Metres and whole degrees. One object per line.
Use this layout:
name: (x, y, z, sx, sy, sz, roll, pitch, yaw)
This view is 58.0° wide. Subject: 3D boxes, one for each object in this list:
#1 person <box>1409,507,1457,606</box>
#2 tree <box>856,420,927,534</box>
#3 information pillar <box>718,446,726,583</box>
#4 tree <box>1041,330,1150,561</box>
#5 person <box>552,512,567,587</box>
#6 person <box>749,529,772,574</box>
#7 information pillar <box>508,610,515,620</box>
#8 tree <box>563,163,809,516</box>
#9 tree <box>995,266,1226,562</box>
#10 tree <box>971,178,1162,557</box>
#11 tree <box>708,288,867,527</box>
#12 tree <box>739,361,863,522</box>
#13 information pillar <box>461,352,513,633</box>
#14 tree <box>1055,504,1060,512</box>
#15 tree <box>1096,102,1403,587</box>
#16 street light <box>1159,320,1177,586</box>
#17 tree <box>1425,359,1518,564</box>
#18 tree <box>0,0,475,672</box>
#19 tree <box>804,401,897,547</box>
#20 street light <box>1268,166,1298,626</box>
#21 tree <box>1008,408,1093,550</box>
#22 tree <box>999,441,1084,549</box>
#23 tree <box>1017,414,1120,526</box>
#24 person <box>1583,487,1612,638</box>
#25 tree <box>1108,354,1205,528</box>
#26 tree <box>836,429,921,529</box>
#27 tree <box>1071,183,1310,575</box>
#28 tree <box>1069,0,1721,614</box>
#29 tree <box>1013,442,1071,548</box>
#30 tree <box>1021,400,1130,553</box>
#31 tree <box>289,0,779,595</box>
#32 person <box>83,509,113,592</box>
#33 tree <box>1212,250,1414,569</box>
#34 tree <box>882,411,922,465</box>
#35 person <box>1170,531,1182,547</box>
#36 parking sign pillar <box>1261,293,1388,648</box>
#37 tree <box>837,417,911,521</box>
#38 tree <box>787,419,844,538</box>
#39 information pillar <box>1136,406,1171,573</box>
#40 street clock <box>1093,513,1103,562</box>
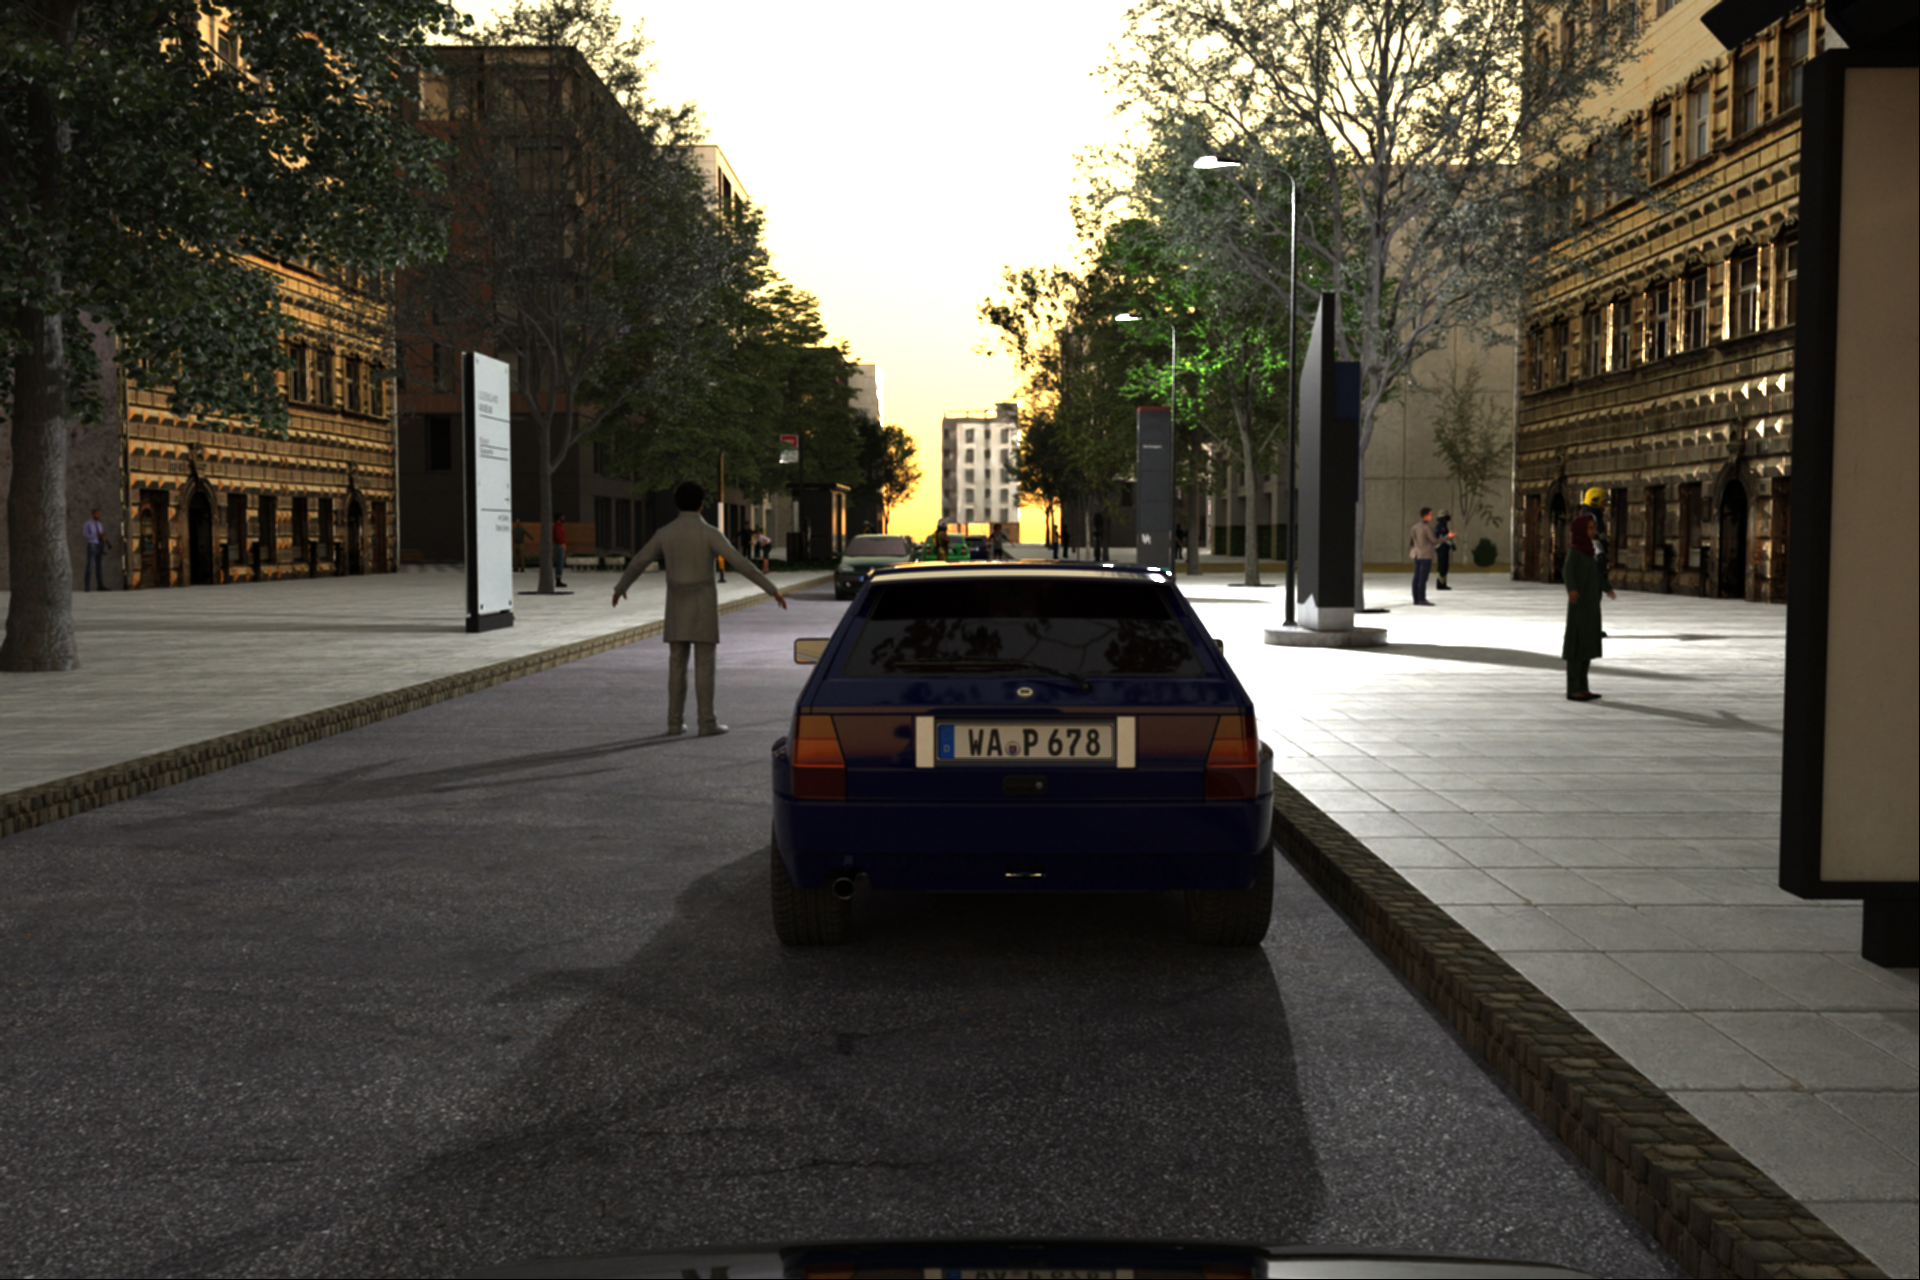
person: (8.503, -1.504, 31.164, 0.750, 1.759, 0.617, 0, 4, -1)
tree: (-6.644, -14.067, 155.753, 9.928, 11.665, 9.643, 0, 3, 0)
information pillar: (-6.313, -3.327, 45.744, 0.183, 3.616, 0.504, 0, 3, 0)
tree: (4.770, -6.863, 62.577, 4.737, 8.622, 4.395, 0, 3, 0)
person: (-9.667, -2.192, 41.941, 0.704, 1.816, 1.345, -1, 4, -14)
person: (-6.325, -2.801, 55.022, 0.628, 1.438, 0.799, 0, 4, 6)
information pillar: (-6.774, -2.096, 25.621, 0.183, 3.616, 0.504, 0, 4, 1)
tree: (-8.523, -8.282, 53.543, 7.486, 12.596, 7.792, 0, 3, 0)
tree: (6.701, -10.375, 80.005, 12.009, 13.543, 11.850, 0, 3, 0)
tree: (6.715, -14.640, 95.261, 12.611, 20.169, 13.585, 0, 3, 0)
tree: (-8.100, -9.942, 80.679, 7.486, 12.596, 7.792, 0, 3, 0)
tree: (-8.390, -9.467, 89.194, 7.601, 10.594, 8.767, 1, 4, 12)
information pillar: (-6.313, -1.949, 23.174, 0.184, 3.620, 1.656, 0, 4, 1)
tree: (17.237, -19.967, 252.207, 9.928, 11.665, 9.643, 0, 3, 0)
tree: (7.040, -7.119, 42.158, 9.928, 11.665, 9.643, 0, 3, 0)
street light: (5.062, -3.919, 36.621, 1.470, 5.913, 1.316, 0, 4, 1)
tree: (21.216, -7.503, 73.037, 4.360, 8.622, 3.978, 0, 3, 0)
tree: (-8.765, -6.694, 16.095, 9.857, 13.997, 8.962, 0, 3, 0)
tree: (-8.071, -11.307, 119.281, 8.767, 10.594, 7.601, 1, 4, 17)
street light: (4.654, -2.989, 21.405, 1.470, 5.913, 1.316, 0, 4, 1)
tree: (7.497, -13.203, 141.631, 9.928, 11.665, 9.643, 0, 3, 0)
tree: (7.557, -13.261, 151.222, 7.601, 10.594, 8.767, 2, 4, 30)
tree: (8.123, -12.026, 131.045, 8.767, 10.594, 7.601, 1, 4, 14)
person: (7.904, -0.963, 21.511, 0.704, 1.858, 1.351, 1, 4, 20)
tree: (8.071, -7.370, 70.860, 4.360, 8.622, 3.978, 0, 3, 0)
tree: (-7.420, -12.758, 143.008, 8.767, 10.594, 7.601, -1, 4, -13)
tree: (7.339, -8.280, 53.506, 7.486, 12.596, 7.792, 0, 3, 0)
tree: (6.531, -7.186, 27.867, 12.009, 13.543, 11.850, 0, 3, 0)
tree: (8.314, -14.502, 162.858, 9.928, 11.665, 9.643, 0, 3, 0)
tree: (7.975, -11.254, 118.415, 8.767, 10.594, 7.601, 2, 4, 27)
tree: (-8.742, -7.721, 36.608, 12.009, 13.543, 11.850, 0, 3, 0)
person: (-19.110, -1.991, 38.466, 0.599, 1.838, 0.709, 1, 4, 15)
tree: (12.764, -8.403, 63.146, 9.928, 11.665, 9.643, 0, 3, 0)
tree: (-11.844, -24.324, 253.591, 12.611, 20.169, 13.585, 0, 3, 0)
person: (5.484, -2.486, 47.421, 1.217, 1.736, 0.721, 0, 4, -4)
parking sign pillar: (4.246, -1.932, 20.066, 1.447, 3.967, 1.447, 0, 4, 0)
tree: (-7.340, -12.001, 130.623, 7.601, 10.594, 8.767, -2, 4, -25)
tree: (-8.368, -9.178, 100.418, 4.737, 8.622, 4.395, 0, 3, 0)
information pillar: (3.953, -2.816, 35.414, 0.750, 3.857, 0.750, 0, 4, 1)
street clock: (4.685, -3.322, 58.879, 0.358, 2.002, 0.471, 0, 4, 1)
